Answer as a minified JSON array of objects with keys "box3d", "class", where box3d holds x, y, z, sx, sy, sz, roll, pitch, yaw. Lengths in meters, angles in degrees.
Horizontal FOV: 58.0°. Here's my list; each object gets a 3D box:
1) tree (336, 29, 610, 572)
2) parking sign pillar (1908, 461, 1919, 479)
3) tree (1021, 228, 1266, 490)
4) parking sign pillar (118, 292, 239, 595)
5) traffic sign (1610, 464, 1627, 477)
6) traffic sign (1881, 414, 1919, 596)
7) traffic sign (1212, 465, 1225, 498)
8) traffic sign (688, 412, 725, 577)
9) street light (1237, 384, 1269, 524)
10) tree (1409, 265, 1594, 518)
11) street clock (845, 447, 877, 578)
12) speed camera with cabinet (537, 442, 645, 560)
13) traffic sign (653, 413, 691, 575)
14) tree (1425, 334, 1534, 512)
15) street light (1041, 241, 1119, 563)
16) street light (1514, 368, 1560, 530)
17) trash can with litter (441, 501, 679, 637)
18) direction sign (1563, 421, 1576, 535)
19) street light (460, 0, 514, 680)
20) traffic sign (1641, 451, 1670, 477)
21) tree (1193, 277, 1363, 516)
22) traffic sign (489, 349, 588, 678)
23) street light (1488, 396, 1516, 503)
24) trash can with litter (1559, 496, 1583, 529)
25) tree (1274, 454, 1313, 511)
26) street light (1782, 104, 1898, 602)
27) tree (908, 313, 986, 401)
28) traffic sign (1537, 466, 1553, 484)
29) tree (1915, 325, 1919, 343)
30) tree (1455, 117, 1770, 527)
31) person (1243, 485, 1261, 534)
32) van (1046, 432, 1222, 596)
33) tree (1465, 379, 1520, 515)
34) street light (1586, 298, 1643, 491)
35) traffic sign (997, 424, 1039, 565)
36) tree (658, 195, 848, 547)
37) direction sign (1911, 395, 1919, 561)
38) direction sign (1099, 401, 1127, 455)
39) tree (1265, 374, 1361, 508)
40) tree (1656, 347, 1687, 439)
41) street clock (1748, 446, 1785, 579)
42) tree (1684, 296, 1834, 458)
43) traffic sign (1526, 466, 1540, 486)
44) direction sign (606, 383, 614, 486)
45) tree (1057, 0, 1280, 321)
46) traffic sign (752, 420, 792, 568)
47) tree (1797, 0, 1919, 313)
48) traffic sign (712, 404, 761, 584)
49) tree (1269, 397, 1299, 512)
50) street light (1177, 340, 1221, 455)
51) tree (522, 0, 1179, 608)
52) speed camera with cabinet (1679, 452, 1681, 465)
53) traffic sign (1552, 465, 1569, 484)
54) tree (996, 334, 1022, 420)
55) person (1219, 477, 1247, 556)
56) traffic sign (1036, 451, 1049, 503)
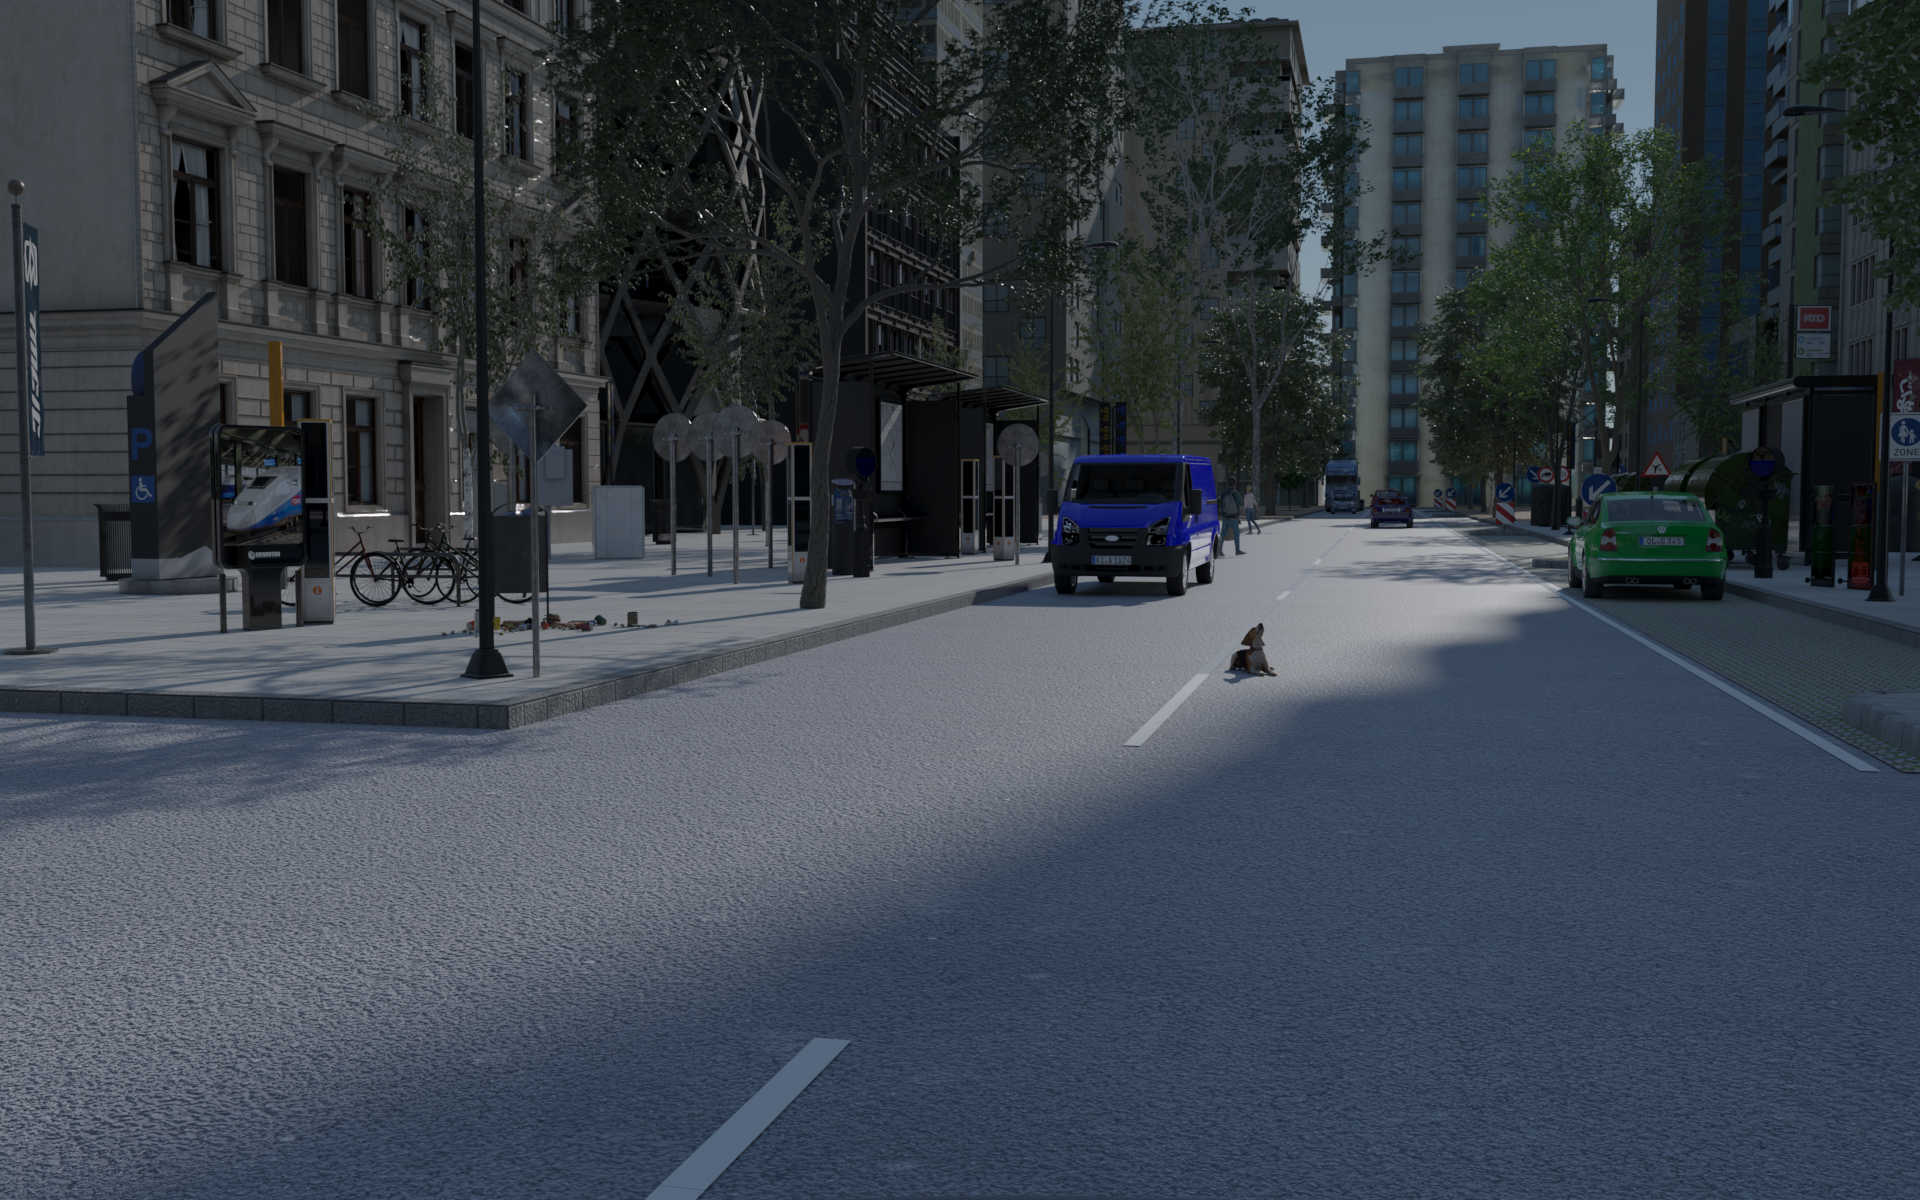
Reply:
[{"box3d":[-7.898,-4.778,28.489,4.360,8.622,3.978,0,3,0],"class":"tree"},{"box3d":[30.901,-4.195,57.059,1.447,3.967,1.447,1,4,22],"class":"parking sign pillar"},{"box3d":[4.966,-5.920,47.154,4.737,8.622,4.395,0,3,0],"class":"tree"},{"box3d":[-10.239,-2.087,22.601,1.447,3.967,1.447,1,4,13],"class":"parking sign pillar"},{"box3d":[28.157,-4.531,74.193,0.768,2.556,0.104,1,4,20],"class":"traffic sign"},{"box3d":[11.884,-1.203,21.792,0.606,2.300,0.079,1,4,22],"class":"traffic sign"},{"box3d":[11.107,-4.586,75.083,0.768,2.556,0.104,1,4,16],"class":"traffic sign"},{"box3d":[-3.873,-1.630,26.763,0.768,2.556,0.104,1,4,18],"class":"traffic sign"},{"box3d":[12.337,-6.164,73.318,1.470,5.913,1.316,1,4,14],"class":"street light"},{"box3d":[29.278,-11.465,94.106,9.857,13.997,8.962,0,3,0],"class":"tree"},{"box3d":[-1.520,-1.350,26.642,0.358,2.002,0.471,3,5,41],"class":"street clock"},{"box3d":[-7.262,-2.426,34.002,2.038,3.252,0.660,-1,4,-17],"class":"speed camera with cabinet"},{"box3d":[-4.525,-1.663,27.300,0.768,2.556,0.104,1,4,22],"class":"traffic sign"},{"box3d":[37.407,-12.467,121.964,7.486,12.596,7.792,0,3,0],"class":"tree"},{"box3d":[2.225,-3.643,32.106,1.470,5.913,1.316,1,4,14],"class":"street light"},{"box3d":[20.635,-5.442,61.511,1.470,5.913,1.316,1,4,14],"class":"street light"},{"box3d":[-3.780,-0.332,16.486,2.233,1.210,1.678,-1,4,-16],"class":"trash can with litter"},{"box3d":[19.150,-3.813,54.335,0.379,3.537,0.876,2,4,34],"class":"direction sign"},{"box3d":[-2.794,-2.403,11.837,1.470,5.913,1.316,1,4,14],"class":"street light"},{"box3d":[21.244,-3.232,52.854,0.884,2.594,0.081,1,4,22],"class":"traffic sign"},{"box3d":[18.326,-11.905,101.309,9.857,13.997,8.962,0,3,0],"class":"tree"},{"box3d":[-2.961,-0.515,12.062,0.795,2.450,0.064,1,4,14],"class":"traffic sign"},{"box3d":[25.615,-6.682,81.791,1.470,5.913,1.316,1,4,14],"class":"street light"},{"box3d":[22.949,-3.230,63.865,1.678,1.210,2.233,1,4,21],"class":"trash can with litter"},{"box3d":[25.254,-9.119,132.816,4.285,4.588,4.351,0,3,0],"class":"tree"},{"box3d":[10.509,-2.946,20.714,1.470,5.913,1.316,1,4,14],"class":"street light"},{"box3d":[-0.412,-7.317,69.988,4.360,8.622,3.978,0,3,0],"class":"tree"},{"box3d":[26.876,-4.854,79.472,0.768,2.556,0.104,1,4,20],"class":"traffic sign"},{"box3d":[29.141,-6.046,49.212,4.737,8.622,4.395,0,3,0],"class":"tree"},{"box3d":[17.672,-7.412,46.943,9.928,11.665,9.643,0,3,0],"class":"tree"},{"box3d":[10.416,-3.196,61.434,0.598,1.740,0.731,2,4,33],"class":"person"},{"box3d":[2.745,-1.344,26.367,2.240,2.365,5.245,1,4,15],"class":"van"},{"box3d":[31.943,-9.387,103.838,4.737,8.622,4.395,0,3,0],"class":"tree"},{"box3d":[15.497,-4.186,40.978,1.470,5.913,1.316,1,4,14],"class":"street light"},{"box3d":[1.040,-1.914,31.406,0.768,2.556,0.104,1,4,15],"class":"traffic sign"},{"box3d":[-4.916,-5.609,42.072,4.360,8.622,3.978,0,3,0],"class":"tree"},{"box3d":[18.433,-2.511,33.054,0.379,3.537,0.876,-3,5,-39],"class":"direction sign"},{"box3d":[3.765,-3.101,42.695,0.379,3.537,0.876,-3,5,-42],"class":"direction sign"},{"box3d":[31.967,-14.855,159.893,9.611,12.733,9.660,0,3,0],"class":"tree"},{"box3d":[32.235,-7.588,74.425,4.737,8.622,4.395,0,3,0],"class":"tree"},{"box3d":[12.255,-1.333,26.357,0.358,2.002,0.471,-2,4,-28],"class":"street clock"},{"box3d":[30.594,-7.040,65.474,4.737,8.622,4.395,0,3,0],"class":"tree"},{"box3d":[26.467,-4.873,79.775,0.768,2.556,0.104,1,4,15],"class":"traffic sign"},{"box3d":[-7.200,-2.676,35.746,0.379,3.537,0.876,0,4,-4],"class":"direction sign"},{"box3d":[9.187,-12.667,62.994,12.611,20.169,13.585,0,3,0],"class":"tree"},{"box3d":[-3.273,-1.819,29.850,0.768,2.556,0.104,1,4,16],"class":"traffic sign"},{"box3d":[11.130,-5.952,15.448,7.486,12.596,7.792,0,3,0],"class":"tree"},{"box3d":[-3.195,-1.501,24.641,0.768,2.556,0.104,1,4,20],"class":"traffic sign"},{"box3d":[22.060,-10.424,120.797,4.737,8.622,4.395,0,3,0],"class":"tree"},{"box3d":[7.147,-4.883,52.386,1.470,5.913,1.316,1,4,14],"class":"street light"},{"box3d":[-1.349,-5.173,18.996,7.601,10.594,8.767,1,4,23],"class":"tree"},{"box3d":[32.894,-5.268,80.462,2.038,3.252,0.660,-1,4,-10],"class":"speed camera with cabinet"},{"box3d":[26.630,-4.688,76.760,0.768,2.556,0.104,2,4,23],"class":"traffic sign"},{"box3d":[3.371,-7.855,78.791,4.737,8.622,4.395,0,3,0],"class":"tree"},{"box3d":[6.154,-1.900,39.552,0.713,1.824,0.794,-2,4,-26],"class":"person"},{"box3d":[2.335,-3.156,51.703,0.768,2.556,0.104,1,4,14],"class":"traffic sign"}]
